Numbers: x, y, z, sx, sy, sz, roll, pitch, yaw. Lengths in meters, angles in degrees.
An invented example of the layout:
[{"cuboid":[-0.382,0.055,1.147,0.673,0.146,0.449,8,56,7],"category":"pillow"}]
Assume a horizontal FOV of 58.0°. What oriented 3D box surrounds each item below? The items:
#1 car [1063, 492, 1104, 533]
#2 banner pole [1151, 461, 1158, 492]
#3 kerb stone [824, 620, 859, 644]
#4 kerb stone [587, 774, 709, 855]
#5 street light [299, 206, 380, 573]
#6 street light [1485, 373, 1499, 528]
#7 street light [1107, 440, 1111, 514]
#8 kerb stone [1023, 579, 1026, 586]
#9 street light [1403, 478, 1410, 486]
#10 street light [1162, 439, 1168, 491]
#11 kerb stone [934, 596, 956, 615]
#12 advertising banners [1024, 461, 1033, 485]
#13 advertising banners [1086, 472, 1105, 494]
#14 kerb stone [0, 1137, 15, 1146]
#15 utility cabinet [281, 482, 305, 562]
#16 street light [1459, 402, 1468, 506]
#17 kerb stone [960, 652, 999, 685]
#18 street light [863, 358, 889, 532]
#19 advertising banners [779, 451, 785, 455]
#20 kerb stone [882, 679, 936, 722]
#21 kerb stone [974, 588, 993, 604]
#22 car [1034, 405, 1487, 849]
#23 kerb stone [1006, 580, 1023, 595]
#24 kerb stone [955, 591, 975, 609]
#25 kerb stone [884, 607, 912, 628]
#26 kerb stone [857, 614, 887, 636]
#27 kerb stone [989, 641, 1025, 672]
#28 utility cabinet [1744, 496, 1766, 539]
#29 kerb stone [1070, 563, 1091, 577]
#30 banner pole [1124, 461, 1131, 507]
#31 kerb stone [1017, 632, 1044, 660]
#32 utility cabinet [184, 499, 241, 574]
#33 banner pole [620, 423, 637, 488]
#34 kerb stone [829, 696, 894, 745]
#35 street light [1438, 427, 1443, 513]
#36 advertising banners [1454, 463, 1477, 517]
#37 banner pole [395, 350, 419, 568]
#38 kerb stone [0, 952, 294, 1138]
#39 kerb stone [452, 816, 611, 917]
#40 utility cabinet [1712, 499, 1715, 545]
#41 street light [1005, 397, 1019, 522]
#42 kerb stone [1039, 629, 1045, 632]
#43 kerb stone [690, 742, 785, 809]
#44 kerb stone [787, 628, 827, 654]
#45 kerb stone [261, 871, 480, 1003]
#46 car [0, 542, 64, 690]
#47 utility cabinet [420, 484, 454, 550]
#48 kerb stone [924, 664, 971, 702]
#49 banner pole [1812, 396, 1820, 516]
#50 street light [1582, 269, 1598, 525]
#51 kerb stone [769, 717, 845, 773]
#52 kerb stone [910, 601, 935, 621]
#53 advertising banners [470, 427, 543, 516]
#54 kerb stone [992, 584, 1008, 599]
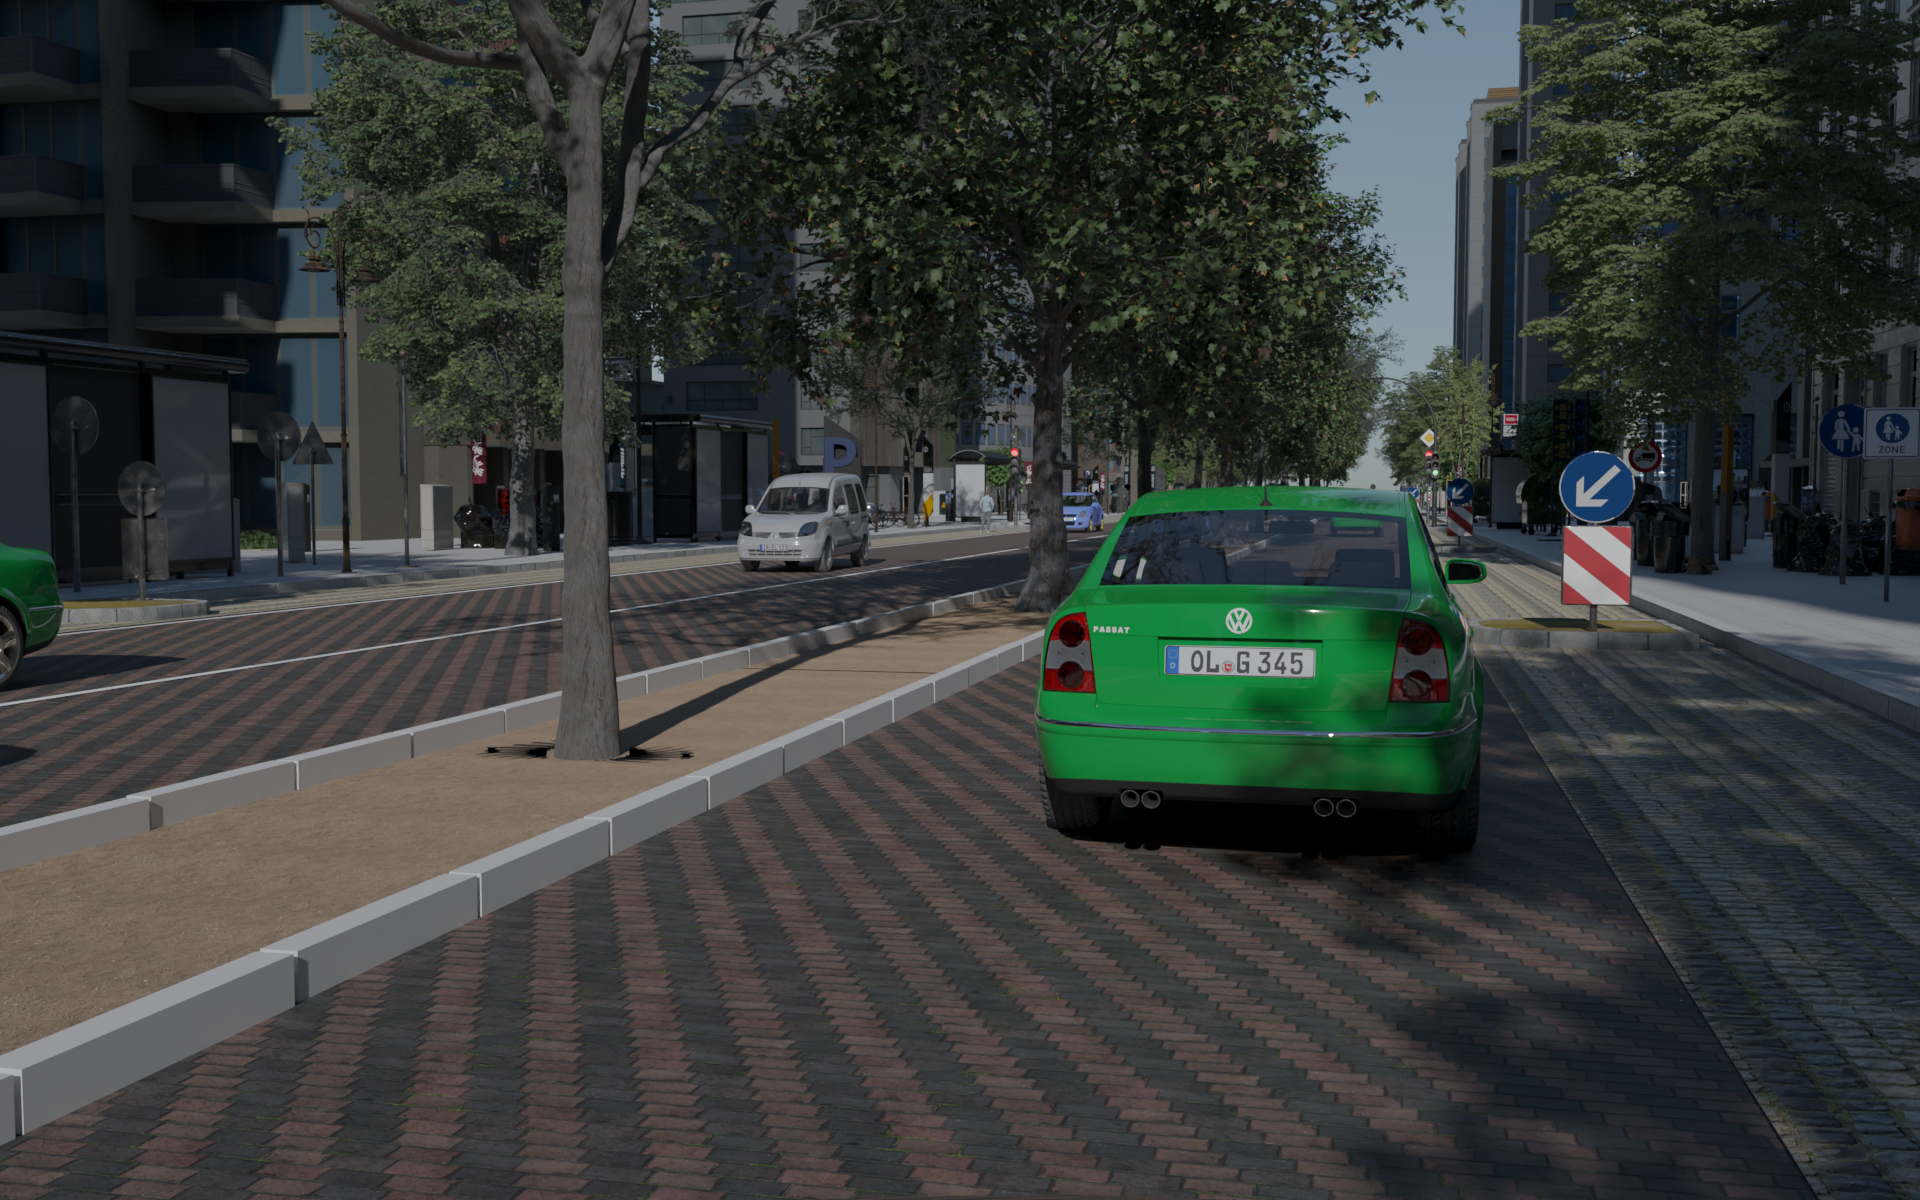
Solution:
[{"cuboid":[4.332,-3.406,65.284,1.945,1.707,3.694,1,4,14],"category":"car"},{"cuboid":[14.603,-8.563,130.014,0.401,3.779,0.863,-3,5,-45],"category":"banner pole"},{"cuboid":[-1.211,0.329,16.816,0.120,0.150,1.000,1,4,13],"category":"kerb stone"},{"cuboid":[-1.320,0.907,7.361,0.120,0.150,1.000,1,4,13],"category":"kerb stone"},{"cuboid":[-10.025,-3.385,28.140,0.468,5.910,1.993,1,4,13],"category":"street light"},{"cuboid":[20.277,-5.704,66.044,0.468,5.910,1.993,1,4,13],"category":"street light"},{"cuboid":[9.295,-8.317,108.769,0.468,5.910,1.993,1,4,13],"category":"street light"},{"cuboid":[0.952,-0.218,25.779,0.120,0.150,1.000,1,4,13],"category":"kerb stone"},{"cuboid":[62.384,-16.432,241.457,0.468,5.910,1.993,1,4,13],"category":"street light"},{"cuboid":[16.488,-10.130,138.417,0.468,5.910,1.993,1,4,13],"category":"street light"},{"cuboid":[-0.249,0.091,20.792,0.120,0.150,1.000,1,4,13],"category":"kerb stone"},{"cuboid":[4.425,-5.891,92.501,2.074,3.025,0.090,0,4,6],"category":"advertising banners"},{"cuboid":[10.578,-8.617,137.070,2.074,3.025,0.090,-1,4,-10],"category":"advertising banners"},{"cuboid":[-2.275,1.156,3.374,0.120,0.150,1.000,1,4,13],"category":"kerb stone"},{"cuboid":[-12.571,-1.465,32.628,0.318,1.500,1.173,-2,4,-28],"category":"utility cabinet"},{"cuboid":[25.249,-6.988,87.035,0.468,5.910,1.993,1,4,13],"category":"street light"},{"cuboid":[0.119,0.541,13.358,0.120,0.150,1.000,1,4,13],"category":"kerb stone"},{"cuboid":[-2.810,-5.212,58.009,0.468,5.910,1.993,1,4,13],"category":"street light"},{"cuboid":[-7.656,-4.522,70.130,0.090,3.025,2.074,2,4,27],"category":"advertising banners"},{"cuboid":[-0.358,0.663,11.360,0.120,0.150,1.000,1,4,13],"category":"kerb stone"},{"cuboid":[0.235,-0.037,22.797,0.120,0.150,1.000,1,4,13],"category":"kerb stone"},{"cuboid":[1.591,0.017,8.513,1.959,1.807,4.718,1,4,15],"category":"car"},{"cuboid":[0.704,-0.158,24.787,0.120,0.150,1.000,1,4,13],"category":"kerb stone"},{"cuboid":[-0.010,0.025,21.793,0.120,0.150,1.000,1,4,13],"category":"kerb stone"},{"cuboid":[-0.732,0.213,18.803,0.120,0.150,1.000,1,4,13],"category":"kerb stone"},{"cuboid":[-0.969,0.275,17.809,0.120,0.150,1.000,1,4,13],"category":"kerb stone"},{"cuboid":[0.358,0.479,14.364,0.120,0.150,1.000,1,4,13],"category":"kerb stone"},{"cuboid":[22.479,-2.350,49.587,1.020,1.237,0.306,2,4,31],"category":"utility cabinet"},{"cuboid":[2.149,-0.520,30.788,0.120,0.150,1.000,1,4,13],"category":"kerb stone"},{"cuboid":[12.726,-8.638,131.245,0.401,3.779,0.863,-3,5,-44],"category":"banner pole"},{"cuboid":[0.603,0.421,15.356,0.120,0.150,1.000,1,4,13],"category":"kerb stone"},{"cuboid":[-12.200,-1.034,28.075,0.306,1.237,1.020,2,4,34],"category":"utility cabinet"},{"cuboid":[-10.751,-4.050,56.235,0.863,3.779,0.401,-2,4,-29],"category":"banner pole"},{"cuboid":[-0.601,0.724,10.367,0.120,0.150,1.000,1,4,13],"category":"kerb stone"},{"cuboid":[32.546,-8.842,117.347,0.468,5.910,1.993,1,4,13],"category":"street light"},{"cuboid":[28.461,-6.109,96.063,2.074,3.025,0.090,1,4,15],"category":"advertising banners"},{"cuboid":[-9.632,-2.443,29.960,0.401,3.779,0.863,-1,4,-10],"category":"banner pole"},{"cuboid":[-2.035,1.092,4.368,0.120,0.150,1.000,1,4,13],"category":"kerb stone"},{"cuboid":[-1.563,0.970,6.366,0.120,0.150,1.000,1,4,13],"category":"kerb stone"},{"cuboid":[14.643,-1.399,34.032,0.306,1.237,1.020,1,4,19],"category":"utility cabinet"},{"cuboid":[2.332,-6.510,79.221,0.468,5.910,1.993,1,4,13],"category":"street light"},{"cuboid":[0.844,0.358,16.350,0.120,0.150,1.000,1,4,13],"category":"kerb stone"},{"cuboid":[-1.078,0.846,8.362,0.120,0.150,1.000,1,4,13],"category":"kerb stone"},{"cuboid":[-1.445,0.390,15.817,0.120,0.150,1.000,1,4,13],"category":"kerb stone"},{"cuboid":[-1.804,1.032,5.373,0.120,0.150,1.000,1,4,13],"category":"kerb stone"},{"cuboid":[-8.118,-0.152,11.282,1.959,1.807,4.718,1,4,14],"category":"car"},{"cuboid":[-11.950,-1.893,39.626,0.318,1.500,1.173,0,4,5],"category":"utility cabinet"},{"cuboid":[-0.114,0.601,12.363,0.120,0.150,1.000,1,4,13],"category":"kerb stone"},{"cuboid":[21.818,-3.315,44.213,0.401,3.779,0.863,2,4,27],"category":"banner pole"},{"cuboid":[12.919,-3.846,35.676,0.468,5.910,1.993,1,4,13],"category":"street light"},{"cuboid":[-0.843,0.787,9.365,0.120,0.150,1.000,1,4,13],"category":"kerb stone"},{"cuboid":[-0.496,0.147,19.800,0.120,0.150,1.000,1,4,13],"category":"kerb stone"},{"cuboid":[-11.758,-2.976,44.839,2.074,3.025,0.090,-3,4,-38],"category":"advertising banners"},{"cuboid":[0.468,-0.090,23.793,0.120,0.150,1.000,1,4,13],"category":"kerb stone"}]
